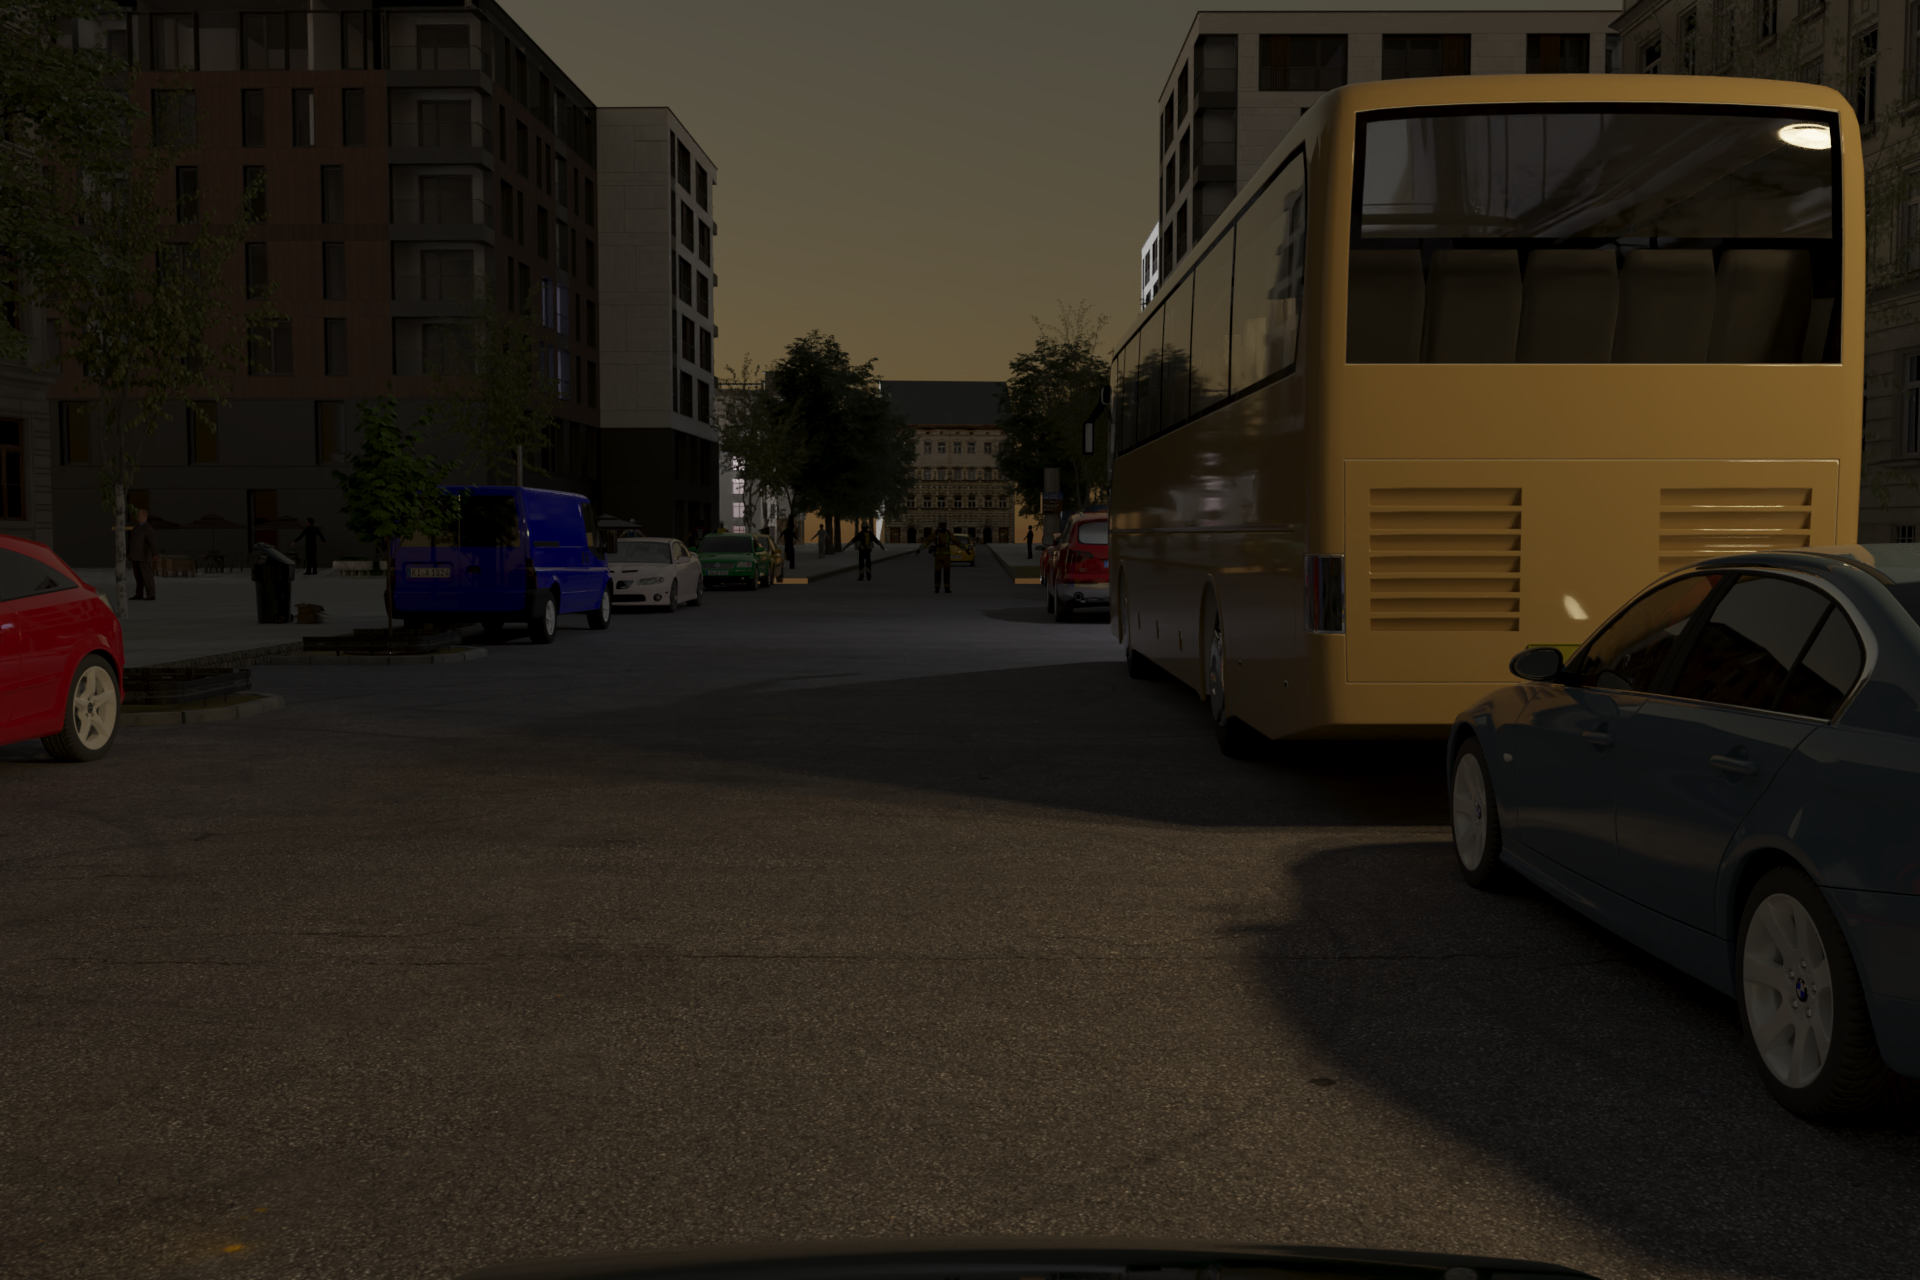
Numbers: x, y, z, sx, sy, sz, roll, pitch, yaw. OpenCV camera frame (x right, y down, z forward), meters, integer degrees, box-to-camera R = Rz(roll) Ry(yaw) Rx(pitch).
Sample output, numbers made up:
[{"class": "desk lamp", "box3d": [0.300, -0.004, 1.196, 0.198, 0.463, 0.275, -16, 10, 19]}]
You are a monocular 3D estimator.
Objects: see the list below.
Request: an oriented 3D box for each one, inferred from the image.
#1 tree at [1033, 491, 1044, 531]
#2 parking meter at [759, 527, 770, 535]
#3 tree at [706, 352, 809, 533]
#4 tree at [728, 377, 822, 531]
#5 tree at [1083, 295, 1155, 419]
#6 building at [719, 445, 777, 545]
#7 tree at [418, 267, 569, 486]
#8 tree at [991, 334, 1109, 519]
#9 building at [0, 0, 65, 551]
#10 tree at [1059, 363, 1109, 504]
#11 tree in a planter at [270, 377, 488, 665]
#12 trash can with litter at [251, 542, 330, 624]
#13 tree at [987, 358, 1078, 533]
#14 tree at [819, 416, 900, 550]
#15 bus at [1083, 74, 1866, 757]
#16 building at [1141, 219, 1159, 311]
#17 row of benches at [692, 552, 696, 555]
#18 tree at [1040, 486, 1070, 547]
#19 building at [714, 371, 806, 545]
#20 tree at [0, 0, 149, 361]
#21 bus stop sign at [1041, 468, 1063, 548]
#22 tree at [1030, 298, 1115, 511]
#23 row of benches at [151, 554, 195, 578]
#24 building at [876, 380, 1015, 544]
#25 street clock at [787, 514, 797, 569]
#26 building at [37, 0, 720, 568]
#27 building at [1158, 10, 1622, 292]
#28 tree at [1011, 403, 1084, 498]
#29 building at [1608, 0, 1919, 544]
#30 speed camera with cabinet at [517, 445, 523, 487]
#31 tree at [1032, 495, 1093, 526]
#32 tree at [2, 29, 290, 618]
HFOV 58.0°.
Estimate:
[{"class": "tree", "box3d": [7.320, -11.592, 139.898, 4.737, 8.622, 4.395, 0, 3, 0]}, {"class": "parking meter", "box3d": [-6.606, -3.061, 58.452, 0.372, 1.533, 0.369, 0, 3, 0]}, {"class": "tree", "box3d": [-8.469, -7.398, 71.320, 4.737, 8.622, 4.395, 0, 3, 0]}, {"class": "tree", "box3d": [-9.321, -8.023, 81.537, 4.360, 8.622, 3.978, 0, 3, 0]}, {"class": "tree", "box3d": [8.627, -7.817, 62.223, 8.767, 10.594, 7.601, 0, 4, 3]}, {"class": "building", "box3d": [-23.172, -14.371, 177.112, 9.099, 9.664, 28.070, 0, 3, 0]}, {"class": "tree", "box3d": [-12.602, -5.943, 47.534, 4.737, 8.622, 4.395, 0, 3, 0]}, {"class": "tree", "box3d": [6.548, -12.385, 109.149, 9.857, 13.997, 8.962, 0, 3, 0]}, {"class": "building", "box3d": [-28.096, -12.063, 33.392, 11.583, 22.565, 21.152, 0, 4, 1]}, {"class": "tree", "box3d": [6.360, -7.663, 75.657, 4.737, 8.622, 4.395, 0, 3, 0]}, {"class": "tree in a planter", "box3d": [-6.565, -1.384, 19.857, 1.991, 3.239, 1.994, 0, 4, 1]}, {"class": "trash can with litter", "box3d": [-9.621, -0.828, 24.919, 1.055, 1.170, 0.624, 0, 4, 0]}, {"class": "tree", "box3d": [6.975, -12.858, 120.591, 12.009, 13.543, 11.850, 0, 3, 0]}, {"class": "tree", "box3d": [-8.450, -13.477, 138.482, 7.486, 12.596, 7.792, 0, 3, 0]}, {"class": "bus", "box3d": [2.859, -1.370, 13.940, 2.896, 3.916, 12.252, 0, 3, 0]}, {"class": "building", "box3d": [26.942, -17.284, 126.566, 27.936, 21.610, 32.646, 0, 4, 1]}, {"class": "row of benches", "box3d": [-8.534, -2.808, 61.374, 4.104, 0.672, 1.422, -3, 5, -41]}, {"class": "tree", "box3d": [7.142, -12.369, 152.601, 4.360, 8.622, 3.978, 0, 3, 0]}, {"class": "building", "box3d": [-24.396, -21.142, 202.084, 16.016, 20.090, 11.380, 0, 4, 2]}, {"class": "tree", "box3d": [-12.333, -6.069, 17.363, 7.486, 12.596, 7.792, 0, 3, 0]}, {"class": "bus stop sign", "box3d": [3.674, -4.909, 69.273, 0.837, 3.901, 0.837, 0, 4, -1]}, {"class": "tree", "box3d": [3.846, -6.366, 54.452, 4.360, 8.622, 3.978, 0, 3, 0]}, {"class": "row of benches", "box3d": [-23.977, -2.265, 52.503, 1.422, 0.672, 4.104, -2, 4, -35]}, {"class": "building", "box3d": [-2.384, -25.277, 246.662, 18.063, 23.208, 19.493, 0, 4, -6]}, {"class": "street clock", "box3d": [-6.178, -3.617, 63.705, 0.358, 2.002, 0.471, 0, 4, 1]}, {"class": "building", "box3d": [-27.912, -14.521, 81.391, 27.936, 21.610, 32.646, 0, 4, 2]}, {"class": "building", "box3d": [23.300, -14.698, 84.286, 27.936, 21.610, 32.646, 0, 4, 0]}, {"class": "tree", "box3d": [7.067, -12.583, 131.488, 9.928, 11.665, 9.643, 0, 3, 0]}, {"class": "building", "box3d": [28.118, -12.802, 41.334, 16.112, 23.069, 30.059, 0, 4, 1]}, {"class": "speed camera with cabinet", "box3d": [-10.013, -2.757, 39.421, 0.660, 3.252, 2.038, 0, 4, 0]}, {"class": "tree", "box3d": [14.137, -20.707, 245.206, 9.857, 13.997, 8.962, 0, 3, 0]}, {"class": "tree", "box3d": [-12.683, -4.655, 26.464, 4.737, 8.622, 4.395, 0, 3, 0]}]
